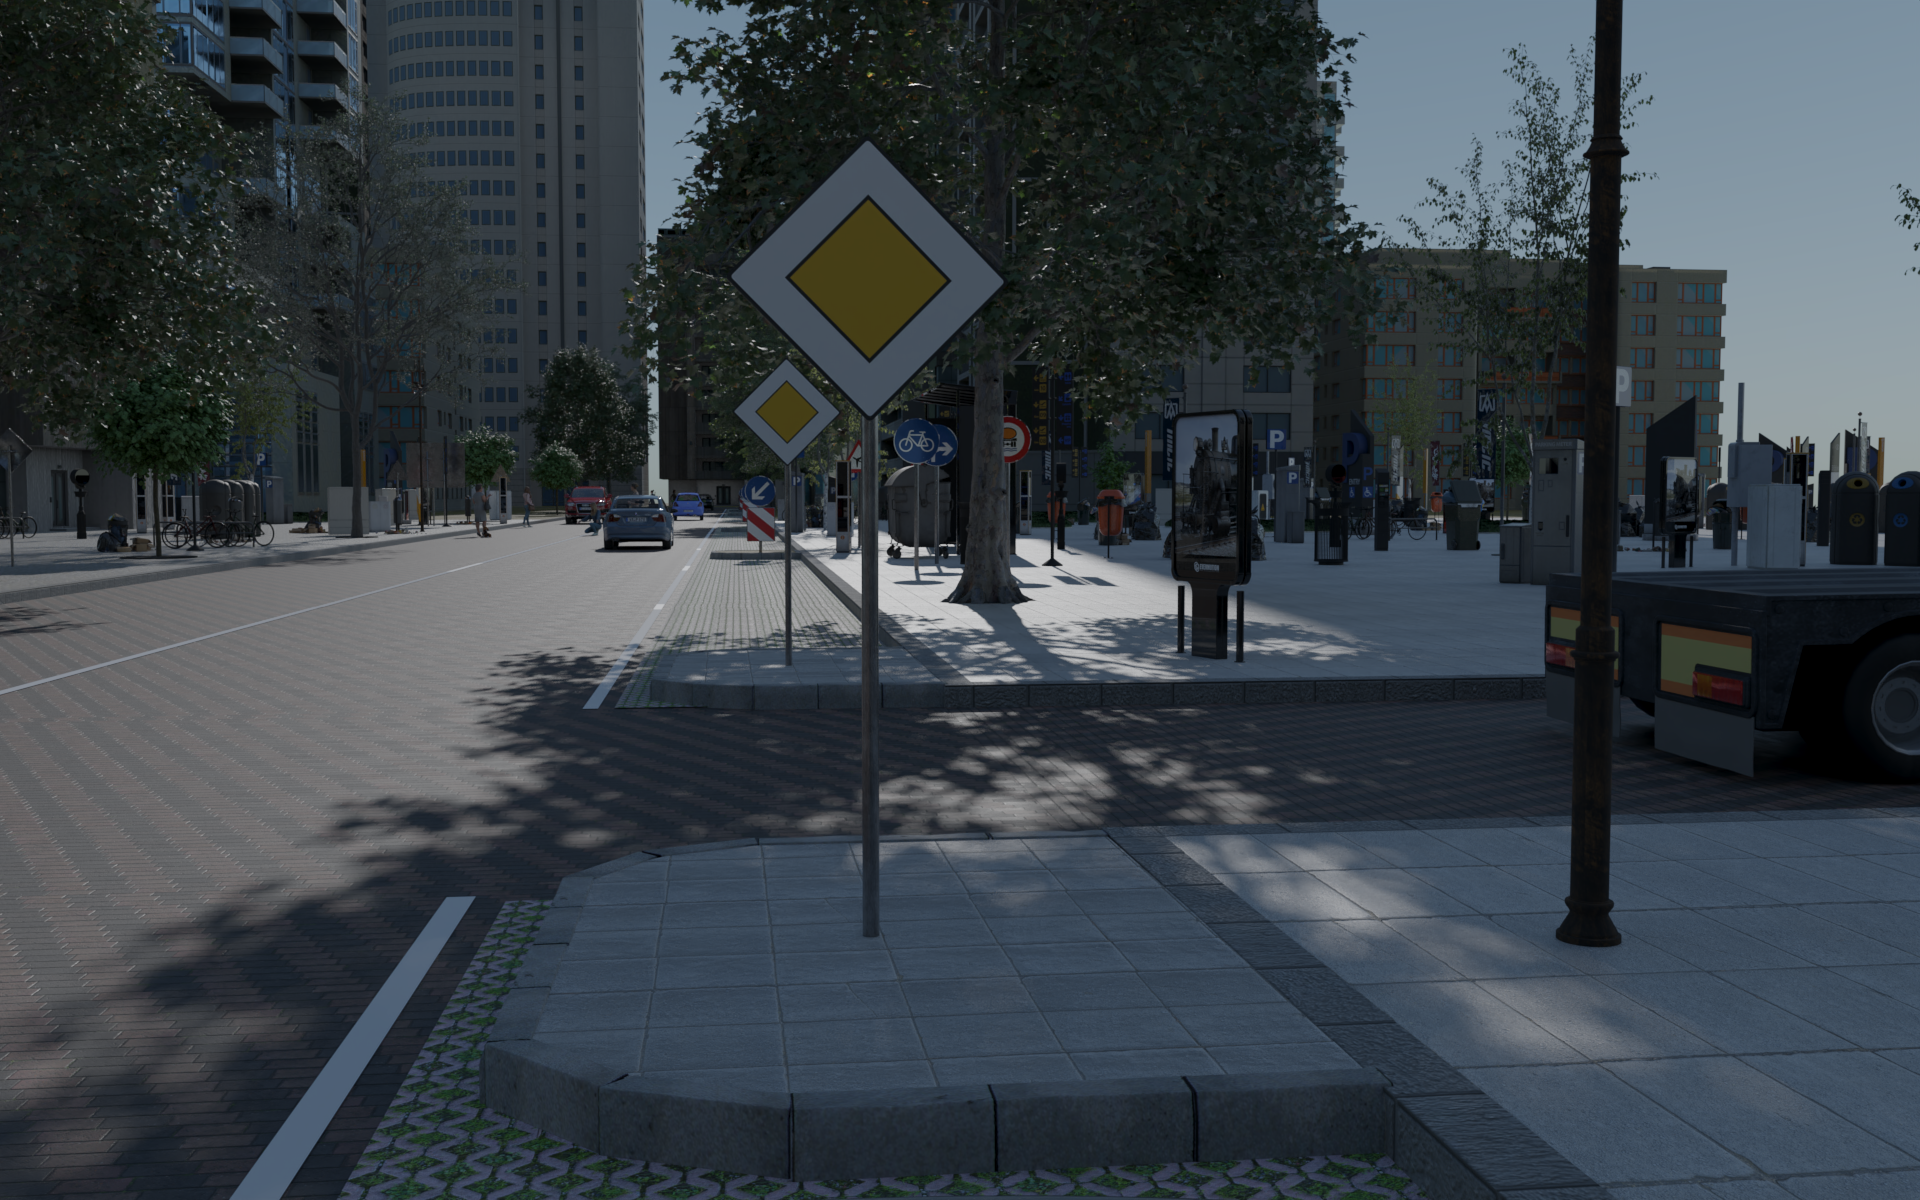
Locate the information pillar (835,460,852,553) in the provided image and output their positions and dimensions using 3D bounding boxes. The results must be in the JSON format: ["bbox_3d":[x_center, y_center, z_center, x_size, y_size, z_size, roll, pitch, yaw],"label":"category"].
[{"bbox_3d":[-2.539,-2.039,37.822,0.304,2.012,0.304,0,4,7],"label":"information pillar"}]

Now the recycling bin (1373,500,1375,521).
[{"bbox_3d":[18.546,-3.975,77.543,0.722,1.027,0.722,1,4,10],"label":"recycling bin"}]

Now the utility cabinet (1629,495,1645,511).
[{"bbox_3d":[36.305,-4.977,92.528,1.020,1.237,0.306,2,4,26],"label":"utility cabinet"}]

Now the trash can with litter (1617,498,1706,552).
[{"bbox_3d":[15.383,-1.701,38.870,2.233,1.210,1.678,-1,4,-11],"label":"trash can with litter"}]

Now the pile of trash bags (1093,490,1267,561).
[{"bbox_3d":[4.381,-1.506,34.382,3.447,1.369,1.912,1,4,14],"label":"pile of trash bags"}]

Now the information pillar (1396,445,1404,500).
[{"bbox_3d":[20.883,-5.560,82.267,0.504,3.616,0.183,-3,5,-43],"label":"information pillar"}]

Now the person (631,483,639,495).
[{"bbox_3d":[-10.180,-2.760,53.962,0.374,1.781,0.599,-1,4,-19],"label":"person"}]

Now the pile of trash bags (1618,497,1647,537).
[{"bbox_3d":[20.178,-2.611,52.436,1.912,1.369,3.447,-2,4,-32],"label":"pile of trash bags"}]

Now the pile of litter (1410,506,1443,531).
[{"bbox_3d":[16.563,-2.887,61.162,1.719,0.858,1.176,-2,4,-35],"label":"pile of litter"}]

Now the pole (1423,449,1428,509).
[{"bbox_3d":[20.870,-5.129,77.703,0.158,3.312,0.155,0,3,0],"label":"pole"}]

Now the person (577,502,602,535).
[{"bbox_3d":[-12.754,-2.827,60.228,0.738,1.151,1.012,-3,5,-42],"label":"person"}]

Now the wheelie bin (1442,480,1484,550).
[{"bbox_3d":[11.467,-1.940,39.632,0.980,1.594,0.693,-1,4,-12],"label":"wheelie bin"}]

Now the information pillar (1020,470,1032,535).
[{"bbox_3d":[2.045,-3.024,53.928,0.304,2.012,0.304,1,4,18],"label":"information pillar"}]

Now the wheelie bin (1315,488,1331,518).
[{"bbox_3d":[17.532,-4.666,84.196,0.980,1.594,0.693,-1,4,-23],"label":"wheelie bin"}]

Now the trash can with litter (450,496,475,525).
[{"bbox_3d":[-20.872,-3.829,73.662,1.678,1.210,2.233,-2,4,-24],"label":"trash can with litter"}]

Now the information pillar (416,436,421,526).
[{"bbox_3d":[-21.940,-4.822,70.195,0.183,3.616,0.504,-2,4,-29],"label":"information pillar"}]

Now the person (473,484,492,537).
[{"bbox_3d":[-16.036,-3.026,58.326,0.716,1.782,0.532,2,4,28],"label":"person"}]

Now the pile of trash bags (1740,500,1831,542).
[{"bbox_3d":[22.784,-2.321,47.708,1.912,1.369,3.447,-1,4,-19],"label":"pile of trash bags"}]

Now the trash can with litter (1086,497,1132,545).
[{"bbox_3d":[3.801,-1.955,43.349,0.624,1.170,1.055,3,5,43],"label":"trash can with litter"}]

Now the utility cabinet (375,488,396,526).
[{"bbox_3d":[-22.873,-3.687,68.969,0.318,1.500,1.173,0,4,8],"label":"utility cabinet"}]

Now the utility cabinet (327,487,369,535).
[{"bbox_3d":[-19.050,-2.768,53.932,1.173,1.500,0.318,-2,4,-29],"label":"utility cabinet"}]

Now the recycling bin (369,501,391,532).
[{"bbox_3d":[-19.974,-2.864,59.373,0.722,1.027,0.722,-2,4,-34],"label":"recycling bin"}]

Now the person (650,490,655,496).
[{"bbox_3d":[-20.624,-6.530,116.068,0.445,1.727,0.742,0,4,-1],"label":"person"}]

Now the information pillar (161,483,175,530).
[{"bbox_3d":[-28.503,-3.538,62.331,0.304,2.012,0.304,2,4,33],"label":"information pillar"}]

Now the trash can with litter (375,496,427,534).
[{"bbox_3d":[-18.105,-2.764,56.251,1.678,1.210,2.233,-1,4,-11],"label":"trash can with litter"}]

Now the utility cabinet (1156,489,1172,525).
[{"bbox_3d":[8.494,-3.746,69.929,1.173,1.500,0.318,1,4,10],"label":"utility cabinet"}]

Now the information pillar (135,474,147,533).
[{"bbox_3d":[-26.771,-3.188,56.611,0.304,2.012,0.304,-2,4,-27],"label":"information pillar"}]

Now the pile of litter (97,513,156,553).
[{"bbox_3d":[-18.603,-1.519,38.806,1.176,0.858,1.719,1,4,18],"label":"pile of litter"}]

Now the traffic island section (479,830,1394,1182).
[{"bbox_3d":[-0.239,1.054,5.050,2.009,0.180,2.903,0,4,-7],"label":"traffic island section"}]

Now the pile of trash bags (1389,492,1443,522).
[{"bbox_3d":[20.726,-4.327,80.495,3.447,1.369,1.912,0,4,1],"label":"pile of trash bags"}]

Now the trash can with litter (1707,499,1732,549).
[{"bbox_3d":[17.793,-1.776,40.425,0.624,1.170,1.055,2,4,27],"label":"trash can with litter"}]

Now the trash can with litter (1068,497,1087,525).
[{"bbox_3d":[4.842,-3.663,71.284,1.055,1.170,0.624,1,4,10],"label":"trash can with litter"}]

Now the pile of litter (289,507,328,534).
[{"bbox_3d":[-21.342,-2.621,56.811,1.176,0.858,1.719,-2,4,-35],"label":"pile of litter"}]

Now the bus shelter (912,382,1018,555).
[{"bbox_3d":[0.034,-2.954,39.576,1.731,3.624,6.357,0,4,-8],"label":"bus shelter"}]

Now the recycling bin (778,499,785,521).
[{"bbox_3d":[-8.353,-4.370,84.009,0.722,1.027,0.722,2,4,34],"label":"recycling bin"}]

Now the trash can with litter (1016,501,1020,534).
[{"bbox_3d":[1.758,-2.704,55.592,1.055,1.170,0.624,2,4,32],"label":"trash can with litter"}]

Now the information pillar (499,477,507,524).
[{"bbox_3d":[-19.655,-4.282,74.501,0.304,2.012,0.304,-1,4,-18],"label":"information pillar"}]

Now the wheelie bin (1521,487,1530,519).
[{"bbox_3d":[26.513,-4.440,80.494,0.980,1.594,0.693,3,5,40],"label":"wheelie bin"}]

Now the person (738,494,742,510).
[{"bbox_3d":[-18.938,-8.530,149.442,0.415,1.643,0.593,-1,4,-10],"label":"person"}]

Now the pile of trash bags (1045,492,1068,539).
[{"bbox_3d":[4.084,-2.400,48.991,3.447,1.369,1.912,1,4,18],"label":"pile of trash bags"}]

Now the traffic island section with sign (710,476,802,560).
[{"bbox_3d":[-4.549,-1.826,38.475,1.989,1.847,2.006,0,4,-7],"label":"traffic island section with sign"}]

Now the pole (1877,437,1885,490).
[{"bbox_3d":[33.079,-4.184,62.253,0.158,3.312,0.155,0,3,0],"label":"pole"}]

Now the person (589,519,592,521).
[{"bbox_3d":[-19.500,-5.122,91.878,1.348,1.869,0.705,-1,4,-14],"label":"person"}]

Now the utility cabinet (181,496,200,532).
[{"bbox_3d":[-24.779,-2.766,56.385,1.020,1.237,0.306,-2,4,-26],"label":"utility cabinet"}]

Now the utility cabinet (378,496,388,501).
[{"bbox_3d":[-20.698,-3.121,62.188,0.306,1.237,1.020,-1,4,-17],"label":"utility cabinet"}]

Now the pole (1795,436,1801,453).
[{"bbox_3d":[29.332,-4.090,60.722,0.158,3.312,0.155,0,3,0],"label":"pole"}]

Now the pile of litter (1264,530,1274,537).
[{"bbox_3d":[8.571,-2.293,51.452,1.719,0.858,1.176,0,4,6],"label":"pile of litter"}]

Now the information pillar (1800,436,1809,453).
[{"bbox_3d":[34.150,-4.815,70.086,0.504,3.616,0.183,-2,4,-35],"label":"information pillar"}]

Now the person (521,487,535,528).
[{"bbox_3d":[-18.584,-3.987,74.275,0.643,1.750,0.593,-3,5,-40],"label":"person"}]

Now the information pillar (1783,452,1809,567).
[{"bbox_3d":[14.839,-1.606,30.748,0.304,2.012,0.304,1,4,11],"label":"information pillar"}]

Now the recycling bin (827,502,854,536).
[{"bbox_3d":[-3.646,-2.462,52.809,0.722,1.027,0.722,0,4,6],"label":"recycling bin"}]

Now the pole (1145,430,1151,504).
[{"bbox_3d":[6.020,-3.770,55.476,0.158,3.312,0.155,0,3,0],"label":"pole"}]

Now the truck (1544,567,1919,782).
[{"bbox_3d":[13.062,-1.260,10.354,18.799,4.110,2.967,0,4,-5],"label":"truck"}]

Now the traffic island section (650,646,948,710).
[{"bbox_3d":[-1.261,0.570,12.969,2.009,0.180,2.903,0,4,-7],"label":"traffic island section"}]

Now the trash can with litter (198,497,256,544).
[{"bbox_3d":[-19.394,-2.114,45.624,1.678,1.210,2.233,1,4,11],"label":"trash can with litter"}]

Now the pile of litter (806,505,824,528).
[{"bbox_3d":[-5.513,-3.181,65.977,1.719,0.858,1.176,1,4,16],"label":"pile of litter"}]

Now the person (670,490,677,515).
[{"bbox_3d":[-18.853,-6.457,114.794,0.721,1.735,1.217,-3,5,-42],"label":"person"}]

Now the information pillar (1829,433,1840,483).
[{"bbox_3d":[33.295,-4.563,65.960,0.504,3.616,0.183,-2,4,-28],"label":"information pillar"}]

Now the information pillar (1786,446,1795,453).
[{"bbox_3d":[40.649,-5.714,84.774,0.504,3.616,0.183,1,4,10],"label":"information pillar"}]

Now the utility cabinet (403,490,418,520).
[{"bbox_3d":[-26.895,-4.668,84.999,0.318,1.500,1.173,1,4,22],"label":"utility cabinet"}]
